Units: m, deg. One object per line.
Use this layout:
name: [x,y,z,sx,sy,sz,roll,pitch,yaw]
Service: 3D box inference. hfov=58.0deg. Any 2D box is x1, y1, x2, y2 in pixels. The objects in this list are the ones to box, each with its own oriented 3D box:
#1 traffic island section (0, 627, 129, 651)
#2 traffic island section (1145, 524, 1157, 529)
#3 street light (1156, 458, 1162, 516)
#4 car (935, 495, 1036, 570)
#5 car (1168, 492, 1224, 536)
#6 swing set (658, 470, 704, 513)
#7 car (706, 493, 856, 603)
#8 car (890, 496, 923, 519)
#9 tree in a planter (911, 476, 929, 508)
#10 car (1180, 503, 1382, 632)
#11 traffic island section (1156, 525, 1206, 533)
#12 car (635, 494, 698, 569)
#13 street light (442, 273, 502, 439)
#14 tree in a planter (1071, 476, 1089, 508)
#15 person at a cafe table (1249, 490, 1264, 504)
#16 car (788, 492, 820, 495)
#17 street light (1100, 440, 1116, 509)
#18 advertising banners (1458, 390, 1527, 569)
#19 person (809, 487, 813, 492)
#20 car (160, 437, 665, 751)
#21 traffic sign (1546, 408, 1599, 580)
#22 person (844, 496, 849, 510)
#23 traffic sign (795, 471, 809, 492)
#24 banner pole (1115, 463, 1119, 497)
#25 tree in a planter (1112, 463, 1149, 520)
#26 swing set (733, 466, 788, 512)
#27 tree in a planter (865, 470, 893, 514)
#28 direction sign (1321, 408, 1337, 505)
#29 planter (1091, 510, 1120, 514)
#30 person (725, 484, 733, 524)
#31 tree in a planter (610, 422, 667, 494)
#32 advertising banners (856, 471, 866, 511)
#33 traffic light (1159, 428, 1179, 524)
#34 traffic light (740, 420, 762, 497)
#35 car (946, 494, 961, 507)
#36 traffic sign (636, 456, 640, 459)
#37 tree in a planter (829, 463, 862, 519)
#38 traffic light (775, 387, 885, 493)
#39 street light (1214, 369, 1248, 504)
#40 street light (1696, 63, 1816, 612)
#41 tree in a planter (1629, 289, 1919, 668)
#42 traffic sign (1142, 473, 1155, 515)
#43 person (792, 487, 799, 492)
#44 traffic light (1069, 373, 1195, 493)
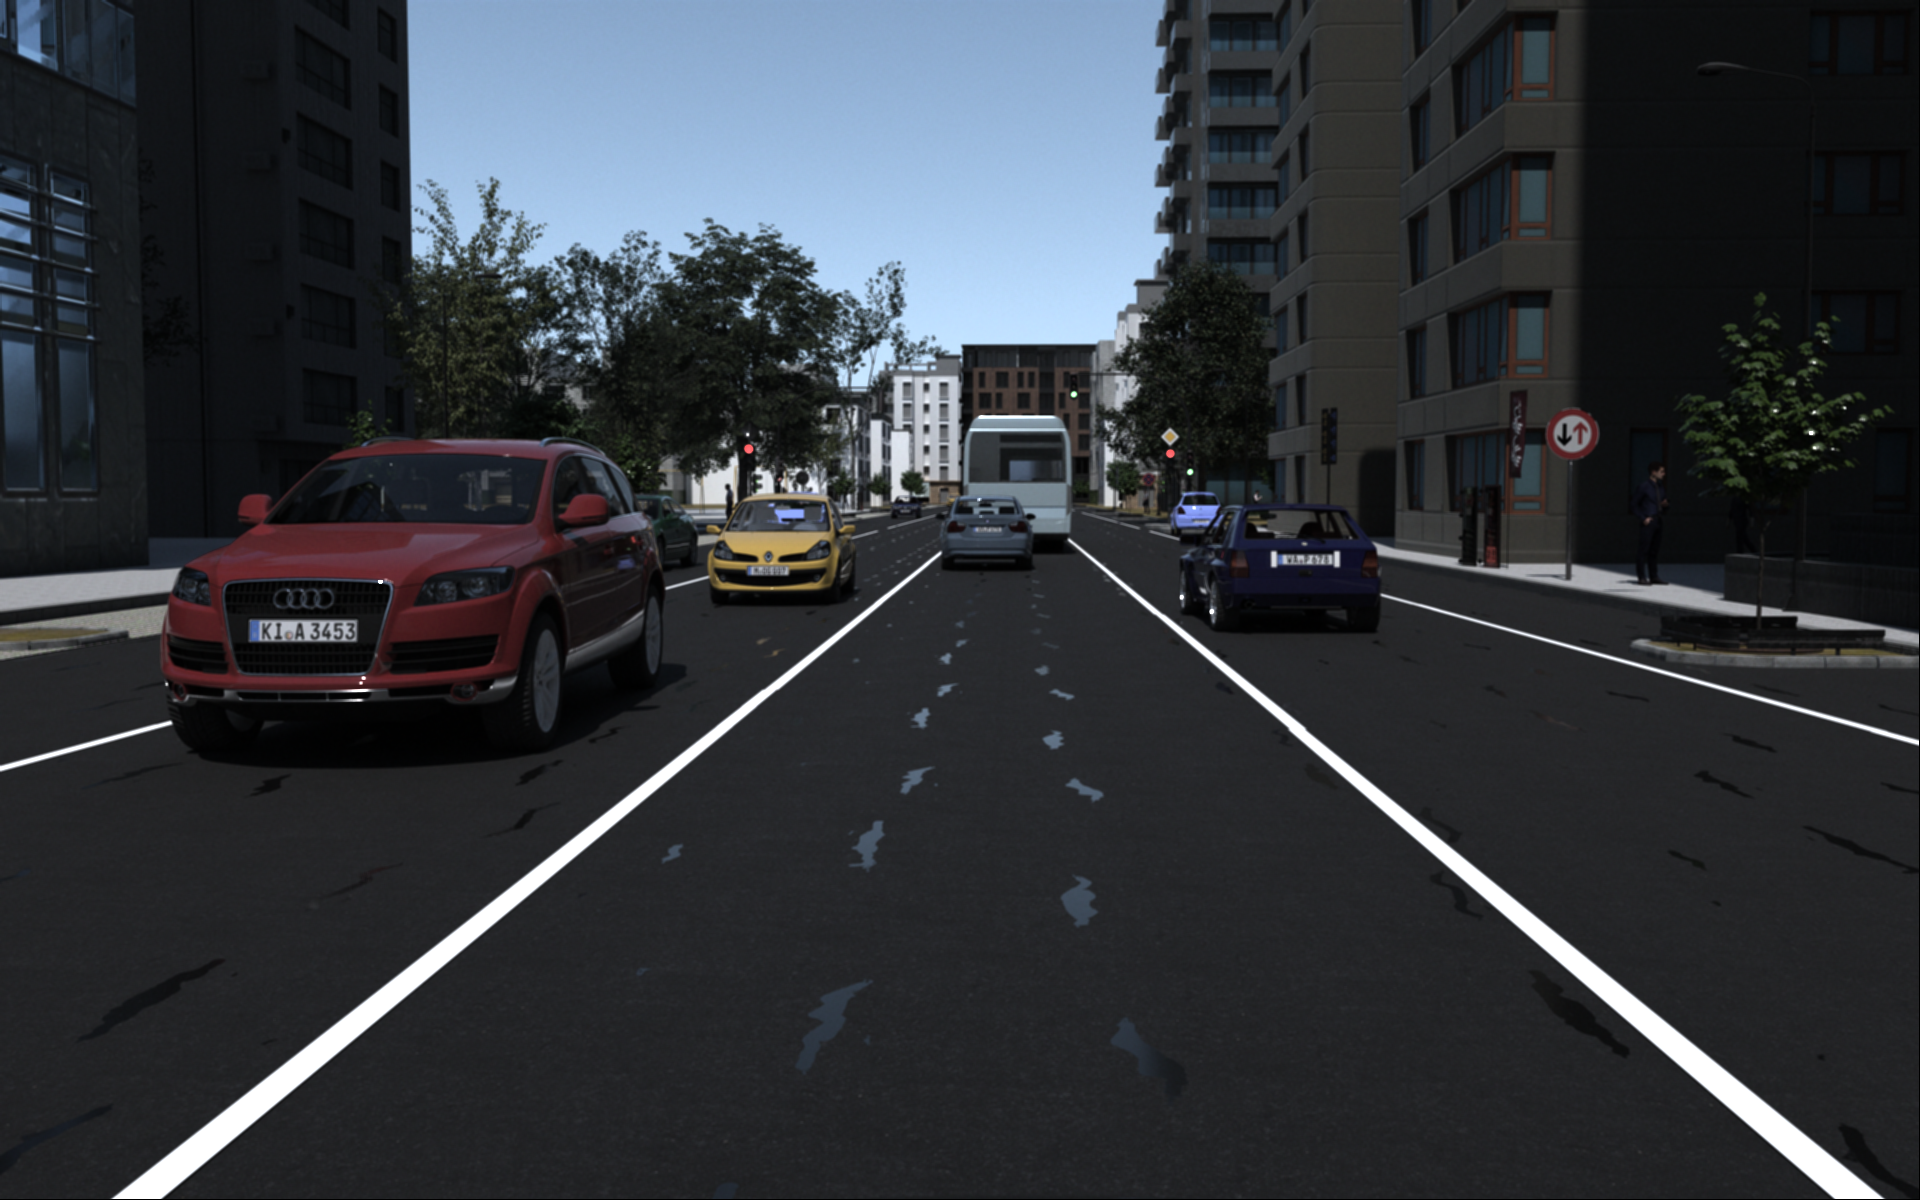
traffic island section: [-9.184,0.384,16.587,1.991,0.108,1.994,0,4,2]
traffic island section: [8.860,-3.110,73.136,2.009,0.180,2.903,0,4,2]
street light: [11.256,-7.958,102.656,1.470,5.913,1.316,0,4,2]
car: [0.507,-1.351,34.098,2.014,1.417,4.499,0,3,0]
car: [8.212,-3.084,60.009,1.945,1.707,3.694,0,4,4]
swing set: [-18.187,-7.081,113.399,3.119,2.851,2.862,-1,4,-13]
car: [-2.405,-0.837,23.908,2.015,1.641,3.980,0,4,1]
car: [-3.174,-5.512,102.698,1.945,1.354,3.894,0,4,0]
tree in a planter: [-4.182,-10.917,175.716,1.991,3.239,1.994,0,4,2]
car: [3.494,-0.417,19.395,1.945,1.354,3.894,0,3,0]
traffic island section: [8.610,-2.622,65.155,2.009,0.180,2.903,0,4,2]
car: [-6.258,-1.298,33.025,2.131,1.459,4.920,0,4,4]
street light: [-10.304,-3.913,36.518,1.470,5.913,1.316,0,4,2]
tree in a planter: [12.072,-10.904,175.501,1.991,3.239,1.994,0,4,2]
person at a cafe table: [18.312,-5.891,104.830,1.622,1.524,1.698,0,4,4]
car: [-5.024,-2.742,54.426,1.945,1.707,3.694,0,4,1]
street light: [12.659,-10.737,148.087,1.470,5.913,1.316,0,4,2]
advertising banners: [9.242,-2.071,30.054,0.090,3.025,2.074,-1,4,-13]
person: [-9.980,-6.637,115.274,0.376,1.734,0.841,0,4,-8]
car: [-3.288,-0.164,11.349,2.281,1.827,5.304,0,4,1]
traffic sign: [9.053,-1.565,25.695,0.768,2.556,0.104,0,4,4]
person: [-9.428,-8.220,142.983,0.613,1.512,0.480,1,4,12]
traffic sign: [-8.710,-5.844,95.659,0.768,2.556,0.104,0,4,2]
banner pole: [12.603,-9.117,139.072,0.401,3.779,0.863,-1,4,-12]
tree in a planter: [9.630,-6.167,98.058,1.991,3.239,1.994,0,4,2]
swing set: [-11.018,-6.073,96.917,3.119,2.851,2.862,0,4,-1]
tree in a planter: [-5.780,-7.835,125.319,1.991,3.239,1.994,0,4,2]
direction sign: [9.747,-3.290,45.796,0.379,3.537,0.876,-1,4,-13]
planter: [10.489,-6.362,125.166,1.991,0.319,1.994,0,4,2]
person: [-9.779,-4.042,73.061,0.436,1.711,0.756,0,4,1]
tree in a planter: [-8.335,-2.828,43.452,1.991,3.239,1.994,0,4,2]
advertising banners: [-7.524,-8.314,132.119,0.090,3.025,2.074,1,4,17]
traffic light: [8.820,-5.144,73.023,0.839,4.253,0.868,0,4,2]
traffic light: [-7.924,-4.686,65.541,0.839,4.253,0.868,0,4,2]
car: [-0.558,-11.357,195.914,2.015,1.641,3.980,0,4,2]
traffic sign: [-10.050,-3.218,52.714,0.768,2.556,0.104,0,4,6]
tree in a planter: [-6.619,-6.176,98.191,1.991,3.239,1.994,0,4,2]
traffic light: [-5.580,-6.044,73.492,4.771,5.953,1.251,0,4,2]
street light: [10.082,-5.609,64.249,1.470,5.913,1.316,0,4,2]
street light: [8.637,-2.830,18.820,1.470,5.913,1.316,0,4,2]
tree in a planter: [7.050,-1.099,15.188,1.991,3.239,1.994,0,4,2]
traffic sign: [11.569,-6.492,106.249,0.768,2.556,0.104,0,4,7]
person: [-10.594,-6.422,111.764,0.841,1.734,0.376,0,4,-3]
traffic light: [6.476,-5.523,64.966,4.771,5.953,1.251,0,4,2]
